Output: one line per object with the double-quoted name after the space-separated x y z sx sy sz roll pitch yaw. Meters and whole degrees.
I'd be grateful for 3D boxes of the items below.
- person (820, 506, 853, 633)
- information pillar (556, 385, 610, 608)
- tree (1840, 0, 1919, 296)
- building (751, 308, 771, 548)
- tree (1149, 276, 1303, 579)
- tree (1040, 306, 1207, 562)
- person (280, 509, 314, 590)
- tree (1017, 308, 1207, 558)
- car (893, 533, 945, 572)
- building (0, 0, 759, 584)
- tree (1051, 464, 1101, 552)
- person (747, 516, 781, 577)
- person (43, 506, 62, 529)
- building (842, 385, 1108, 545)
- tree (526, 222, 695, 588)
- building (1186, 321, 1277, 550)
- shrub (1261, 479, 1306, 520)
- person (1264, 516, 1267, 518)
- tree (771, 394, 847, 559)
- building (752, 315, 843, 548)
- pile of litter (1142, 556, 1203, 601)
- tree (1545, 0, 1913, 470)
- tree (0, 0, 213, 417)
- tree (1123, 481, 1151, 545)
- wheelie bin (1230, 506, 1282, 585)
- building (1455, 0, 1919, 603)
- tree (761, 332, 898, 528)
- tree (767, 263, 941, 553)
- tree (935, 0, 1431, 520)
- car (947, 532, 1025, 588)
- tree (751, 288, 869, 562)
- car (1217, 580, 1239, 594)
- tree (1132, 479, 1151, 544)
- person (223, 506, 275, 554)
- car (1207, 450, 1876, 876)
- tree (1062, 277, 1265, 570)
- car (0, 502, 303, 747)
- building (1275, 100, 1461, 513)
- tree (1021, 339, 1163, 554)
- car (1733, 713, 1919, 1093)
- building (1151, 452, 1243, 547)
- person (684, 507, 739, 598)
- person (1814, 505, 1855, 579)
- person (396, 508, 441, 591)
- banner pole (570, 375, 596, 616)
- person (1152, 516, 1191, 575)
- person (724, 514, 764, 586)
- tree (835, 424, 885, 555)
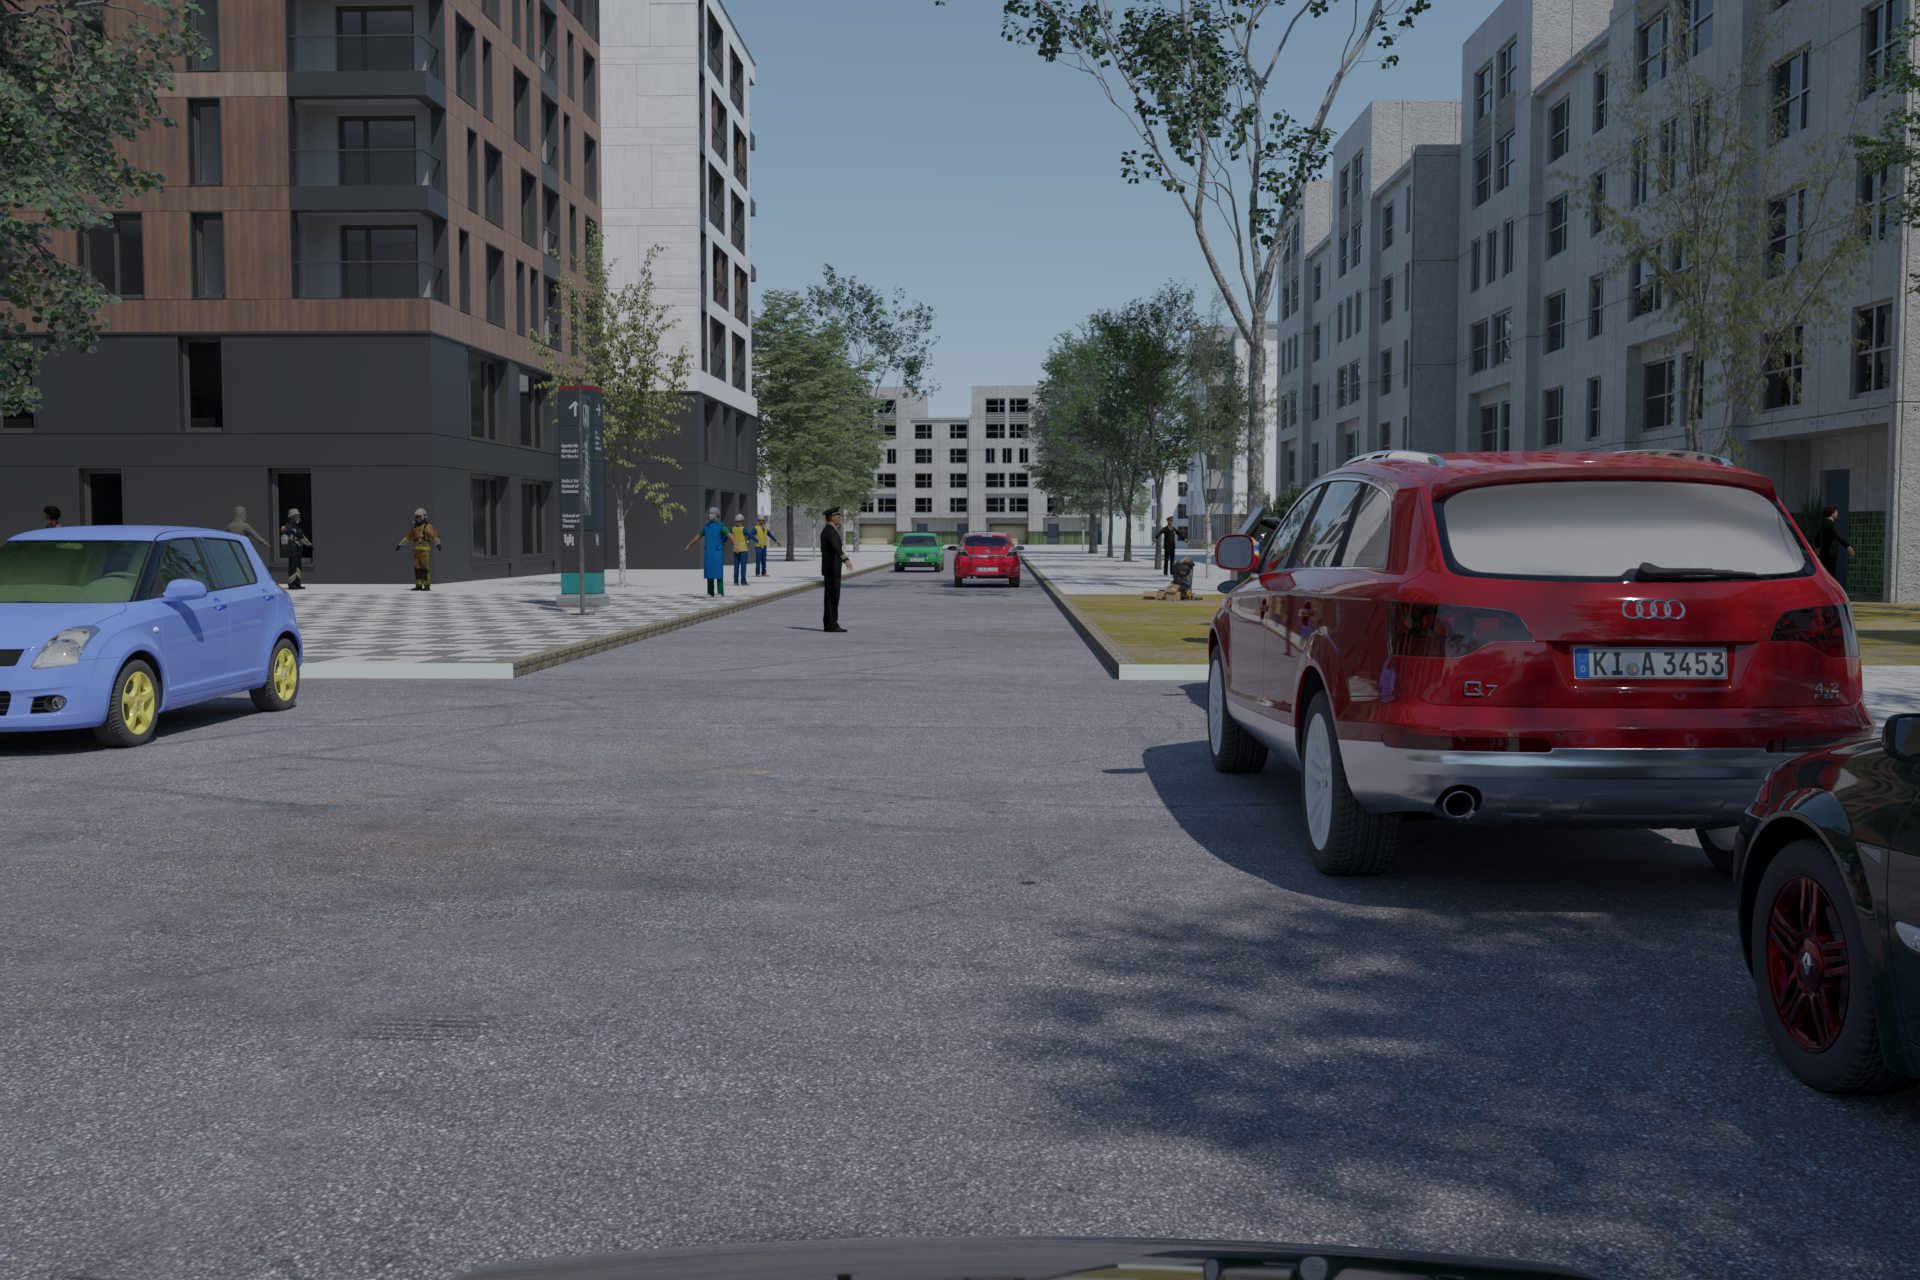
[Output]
-1.843 -1.036 25.328 0.705 1.837 1.347 -1 4 -19 "person"
-6.661 -2.516 30.514 0.750 3.857 0.750 0 4 3 "information pillar"
16.718 -6.021 24.195 9.928 11.665 9.643 0 3 0 "tree"
-22.491 -17.628 144.632 16.016 20.090 11.380 0 4 1 "building"
7.040 -6.081 49.792 4.360 8.622 3.978 0 3 0 "tree"
7.642 -9.403 79.493 9.928 11.665 9.643 0 3 0 "tree"
-15.297 -2.085 39.876 0.705 1.856 1.354 0 4 6 "person"
8.241 -11.183 93.215 12.009 13.543 11.850 0 3 0 "tree"
-1.545 -3.511 66.207 1.959 1.807 4.718 0 4 1 "car"
-23.349 -13.216 60.063 27.936 21.610 32.646 0 4 2 "building"
8.945 -10.522 122.396 4.360 8.622 3.978 0 3 0 "tree"
-5.945 -2.810 51.920 0.705 1.833 1.349 3 5 42 "person"
-17.477 -1.660 33.284 0.704 1.843 1.345 -1 4 -8 "person"
2.275 -21.063 213.287 31.486 18.905 16.747 0 4 6 "building"
-8.064 -5.541 40.961 4.737 8.622 4.395 0 3 0 "tree"
25.493 -18.236 154.577 16.016 20.090 11.380 0 4 1 "building"
4.562 -1.163 23.434 1.690 2.028 1.600 0 3 0 "shrub"
7.018 -2.049 40.308 0.721 1.733 1.217 2 4 27 "person"
-7.386 -8.503 89.392 4.360 8.622 3.978 0 3 0 "tree"
-21.490 -20.688 169.176 19.493 23.208 18.063 0 4 1 "building"
4.136 -1.215 33.824 1.176 0.858 1.719 0 4 1 "pile of litter"
9.380 -4.409 22.447 4.360 8.622 3.978 0 3 0 "tree"
-11.792 -6.666 15.639 9.857 13.997 8.962 0 3 0 "tree"
22.055 -15.790 208.528 4.360 8.622 3.978 0 3 0 "tree"
3.470 -0.745 20.094 0.693 1.594 0.980 0 4 0 "wheelie bin"
26.063 -11.046 47.059 16.747 18.905 31.486 0 4 2 "building"
-7.308 -10.974 97.554 7.486 12.596 7.792 0 3 0 "tree"
-7.203 -16.177 120.381 12.611 20.169 13.585 0 3 0 "tree"
5.182 -11.157 38.308 12.611 20.169 13.585 0 3 0 "tree"
0.727 -2.376 47.890 2.155 1.783 4.494 0 3 0 "car"
-8.098 -9.962 81.000 7.486 12.596 7.792 0 3 0 "tree"
3.179 -0.133 14.179 2.014 1.417 4.499 0 4 1 "car"
22.487 -16.124 213.991 4.737 8.622 4.395 0 3 0 "tree"
-13.832 -1.666 33.368 1.348 1.813 0.705 1 4 16 "person"
2.522 -0.007 8.793 2.281 1.827 5.304 0 4 1 "car"
7.376 -7.809 62.097 7.601 10.594 8.767 -3 5 -43 "tree"
-6.324 -0.194 12.767 1.945 1.707 3.694 0 4 2 "car"
25.358 -13.013 79.214 16.747 18.905 31.486 0 4 1 "building"
8.601 -12.555 111.924 9.857 13.997 8.962 0 3 0 "tree"
3.014 0.401 3.239 2.009 1.686 4.222 0 4 1 "car"
24.768 -14.137 173.290 9.099 9.664 28.070 0 4 1 "building"
-4.931 -1.743 34.627 1.347 1.817 0.704 2 4 30 "person"
16.039 -1.573 31.905 0.705 1.806 1.347 0 4 1 "person"
-12.140 -2.032 38.991 1.354 1.858 0.705 2 4 28 "person"
-5.979 -2.298 27.586 0.401 3.779 0.863 0 4 2 "banner pole"
6.512 -2.920 53.681 1.347 1.837 0.705 -1 4 -21 "person"
-5.421 -2.237 43.032 1.216 1.772 0.721 2 4 25 "person"
-7.406 -9.588 107.118 4.360 8.622 3.978 0 3 0 "tree"
